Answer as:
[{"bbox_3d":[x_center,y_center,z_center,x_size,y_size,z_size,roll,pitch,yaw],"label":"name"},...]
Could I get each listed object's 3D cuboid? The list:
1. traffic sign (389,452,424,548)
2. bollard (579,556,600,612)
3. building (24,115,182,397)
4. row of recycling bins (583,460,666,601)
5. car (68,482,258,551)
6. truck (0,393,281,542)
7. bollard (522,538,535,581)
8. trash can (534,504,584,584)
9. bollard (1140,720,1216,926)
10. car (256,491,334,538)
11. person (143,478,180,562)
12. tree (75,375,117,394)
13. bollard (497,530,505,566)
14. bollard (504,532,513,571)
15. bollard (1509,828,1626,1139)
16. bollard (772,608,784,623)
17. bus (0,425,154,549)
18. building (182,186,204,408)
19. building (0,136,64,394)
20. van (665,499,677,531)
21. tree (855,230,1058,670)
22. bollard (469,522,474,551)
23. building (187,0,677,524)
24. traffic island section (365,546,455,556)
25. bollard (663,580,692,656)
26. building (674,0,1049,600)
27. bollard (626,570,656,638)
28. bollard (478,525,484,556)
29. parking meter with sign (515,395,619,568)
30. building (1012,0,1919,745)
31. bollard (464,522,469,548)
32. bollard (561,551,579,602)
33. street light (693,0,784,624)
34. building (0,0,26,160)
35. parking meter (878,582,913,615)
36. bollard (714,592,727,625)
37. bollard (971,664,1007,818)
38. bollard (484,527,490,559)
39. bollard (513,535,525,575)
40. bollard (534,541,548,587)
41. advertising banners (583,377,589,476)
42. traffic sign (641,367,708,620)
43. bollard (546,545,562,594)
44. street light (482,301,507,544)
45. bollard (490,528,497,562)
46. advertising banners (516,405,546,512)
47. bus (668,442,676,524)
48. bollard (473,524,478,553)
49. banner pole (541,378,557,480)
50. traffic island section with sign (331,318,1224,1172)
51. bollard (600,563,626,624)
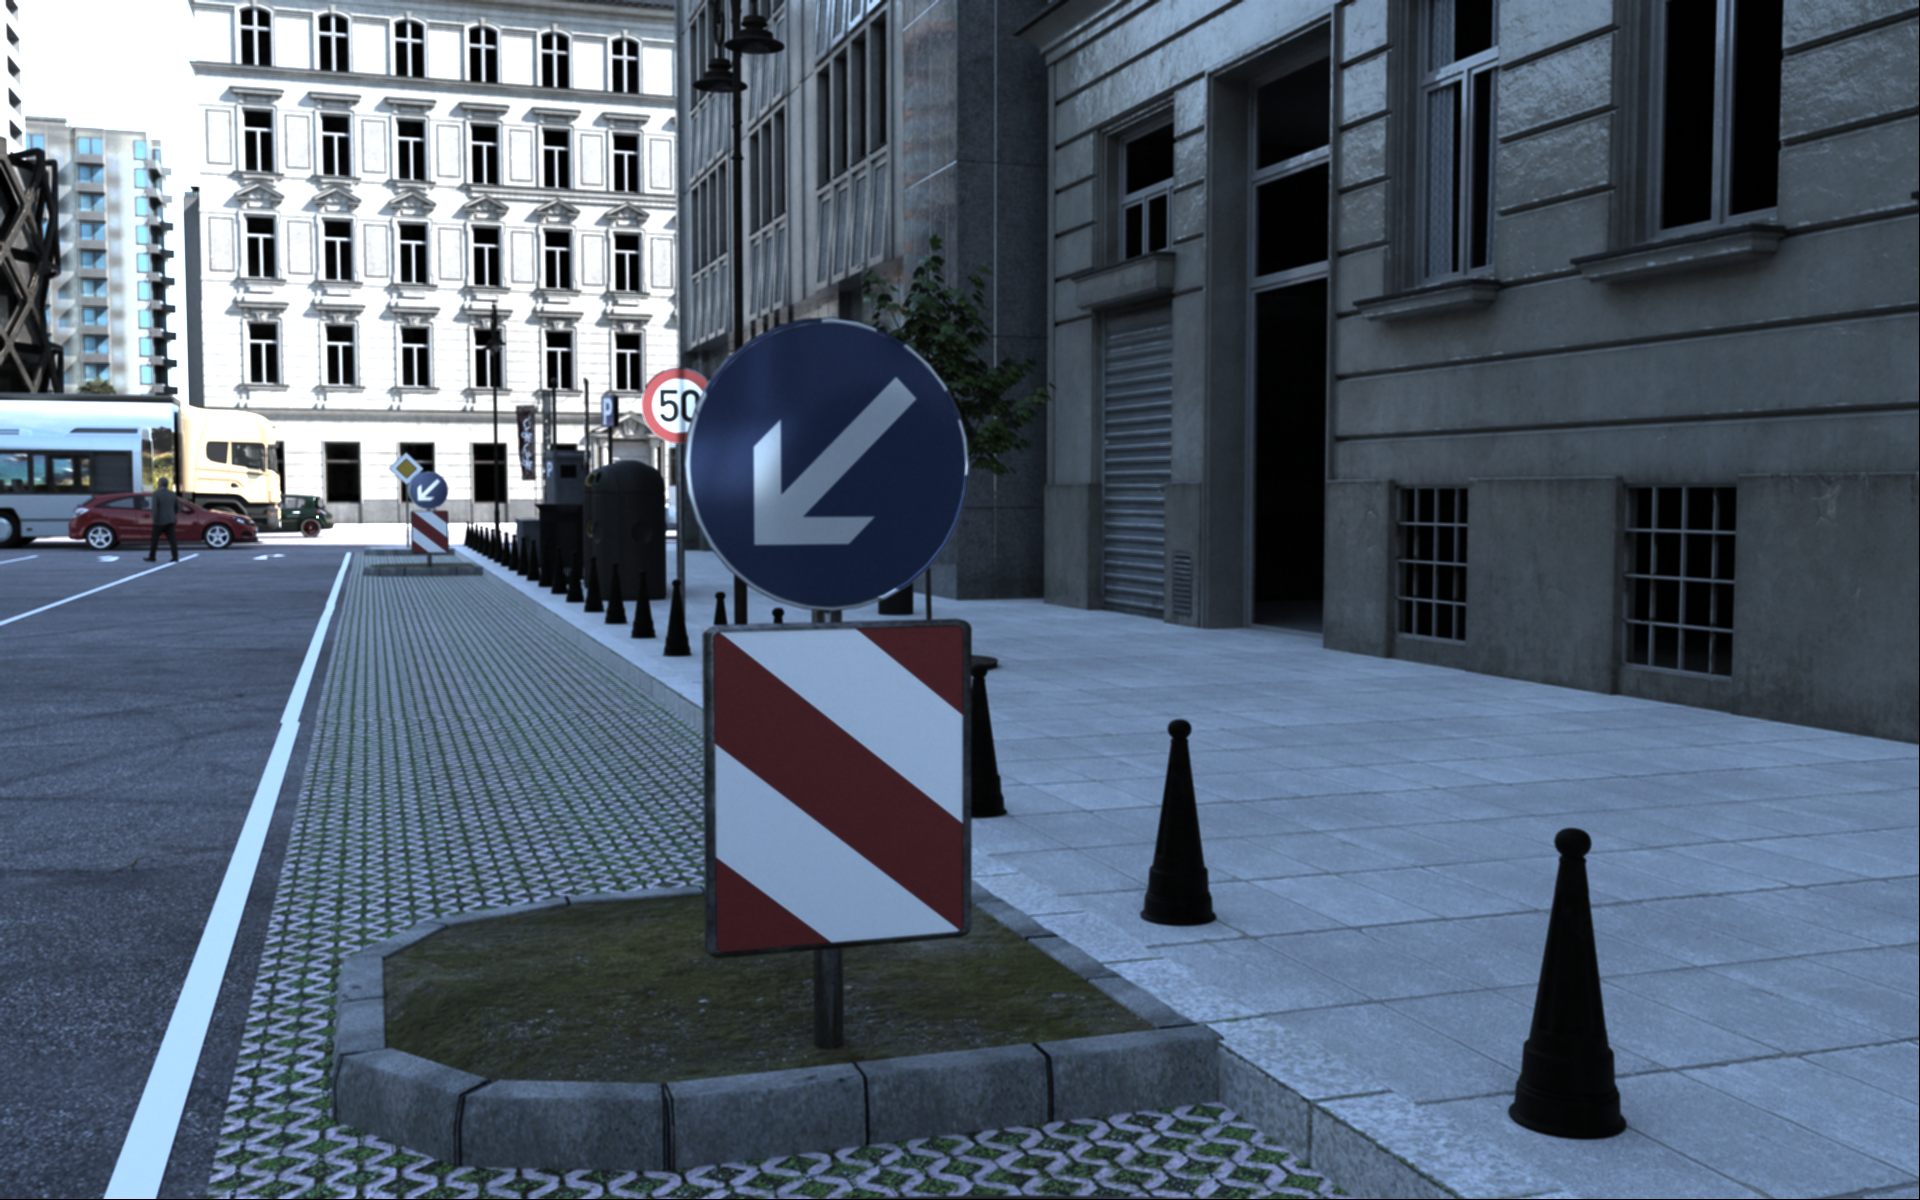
[{"bbox_3d":[-13.182,-2.303,41.295,0.795,2.450,0.064,-1,4,-19],"label":"traffic sign"},{"bbox_3d":[-3.995,-0.174,18.893,0.229,0.601,0.229,0,3,0],"label":"bollard"},{"bbox_3d":[-116.546,-36.834,221.844,30.456,49.044,23.786,-1,4,-19],"label":"building"},{"bbox_3d":[-4.328,-0.936,22.424,1.069,1.692,3.534,-1,4,-14],"label":"row of recycling bins"},{"bbox_3d":[-20.710,-2.206,45.109,4.494,1.783,2.155,-1,4,-20],"label":"car"},{"bbox_3d":[-24.837,-3.714,49.644,11.283,4.237,2.839,-1,4,-19],"label":"truck"},{"bbox_3d":[-6.326,-0.591,25.702,0.229,0.601,0.229,0,3,0],"label":"bollard"},{"bbox_3d":[-5.693,-0.801,24.750,0.748,1.137,0.748,0,3,0],"label":"trash can"},{"bbox_3d":[0.662,0.661,5.237,0.229,0.601,0.229,0,3,0],"label":"bollard"},{"bbox_3d":[-22.874,-2.893,57.081,4.222,1.686,2.009,-1,4,-20],"label":"car"},{"bbox_3d":[-16.833,-1.689,36.508,0.834,1.777,0.661,1,4,22],"label":"person"},{"bbox_3d":[-91.083,-16.872,183.280,7.806,13.903,7.818,0,3,0],"label":"tree"},{"bbox_3d":[-8.077,-0.906,30.853,0.229,0.601,0.229,0,3,0],"label":"bollard"},{"bbox_3d":[-7.495,-0.801,29.142,0.229,0.601,0.229,0,3,0],"label":"bollard"},{"bbox_3d":[1.245,0.765,3.536,0.229,0.601,0.229,0,3,0],"label":"bollard"},{"bbox_3d":[-1.087,0.347,10.365,0.229,0.601,0.229,0,3,0],"label":"bollard"},{"bbox_3d":[-28.419,-3.075,45.144,13.247,3.499,2.948,-1,4,-19],"label":"bus"},{"bbox_3d":[-92.343,-33.078,224.424,14.086,41.232,14.154,-1,4,-19],"label":"building"},{"bbox_3d":[-47.505,-12.619,73.767,16.811,18.784,16.820,-1,4,-19],"label":"building"},{"bbox_3d":[-8.922,-3.108,57.827,4.112,2.044,2.013,-1,4,-18],"label":"van"},{"bbox_3d":[-0.100,-1.111,12.769,1.663,3.219,1.824,0,3,0],"label":"tree"},{"bbox_3d":[-10.995,-1.429,39.406,0.229,0.601,0.229,0,3,0],"label":"bollard"},{"bbox_3d":[-13.380,-18.878,85.078,44.131,29.872,17.030,-1,4,-19],"label":"building"},{"bbox_3d":[-13.162,-1.168,41.379,2.009,0.180,2.903,-1,4,-19],"label":"traffic island section"},{"bbox_3d":[-2.253,0.138,13.782,0.229,0.601,0.229,0,3,0],"label":"bollard"},{"bbox_3d":[2.444,-13.058,31.515,12.078,24.808,19.932,-1,4,-19],"label":"building"},{"bbox_3d":[-2.834,0.034,15.486,0.229,0.601,0.229,0,3,0],"label":"bollard"},{"bbox_3d":[-9.830,-1.220,35.991,0.229,0.601,0.229,0,3,0],"label":"bollard"},{"bbox_3d":[-6.899,-2.087,30.390,1.738,3.016,0.543,-2,4,-35],"label":"parking meter with sign"},{"bbox_3d":[12.447,-10.719,8.538,16.112,22.955,30.059,-1,4,-19],"label":"building"},{"bbox_3d":[-11.576,-1.533,41.108,0.229,0.601,0.229,0,3,0],"label":"bollard"},{"bbox_3d":[-4.579,-0.278,20.594,0.229,0.601,0.229,0,3,0],"label":"bollard"},{"bbox_3d":[-1.849,-2.548,14.445,0.468,5.910,1.993,-1,4,-19],"label":"street light"},{"bbox_3d":[-104.172,-37.968,162.782,28.212,58.520,21.231,-1,4,-19],"label":"building"},{"bbox_3d":[-0.687,-0.617,18.493,0.372,1.533,0.369,0,3,0],"label":"parking meter"},{"bbox_3d":[-1.667,0.243,12.067,0.229,0.601,0.229,0,3,0],"label":"bollard"},{"bbox_3d":[0.075,0.556,6.955,0.229,0.601,0.229,0,3,0],"label":"bollard"},{"bbox_3d":[-9.246,-1.115,34.276,0.229,0.601,0.229,0,3,0],"label":"bollard"},{"bbox_3d":[-6.908,-0.696,27.419,0.229,0.601,0.229,0,3,0],"label":"bollard"},{"bbox_3d":[-5.740,-0.487,24.002,0.229,0.601,0.229,0,3,0],"label":"bollard"},{"bbox_3d":[-5.748,-1.890,27.082,0.090,3.025,2.074,0,4,-6],"label":"advertising banners"},{"bbox_3d":[-2.833,-1.066,17.540,0.768,2.556,0.104,-1,4,-14],"label":"traffic sign"},{"bbox_3d":[-5.159,-0.383,22.296,0.229,0.601,0.229,0,3,0],"label":"bollard"},{"bbox_3d":[-11.148,-4.207,41.569,0.468,5.910,1.993,-1,4,-19],"label":"street light"},{"bbox_3d":[-8.660,-1.010,32.558,0.229,0.601,0.229,0,3,0],"label":"bollard"},{"bbox_3d":[-7.917,-2.299,33.777,2.074,3.025,0.090,2,4,34],"label":"advertising banners"},{"bbox_3d":[-2.722,-3.778,56.627,13.247,3.499,2.948,-1,4,-18],"label":"bus"},{"bbox_3d":[-10.412,-1.324,37.695,0.229,0.601,0.229,0,3,0],"label":"bollard"},{"bbox_3d":[-8.789,-2.885,37.183,0.401,3.779,0.863,1,4,10],"label":"banner pole"},{"bbox_3d":[-0.633,0.244,4.633,1.989,1.847,2.006,-1,4,-19],"label":"traffic island section with sign"},{"bbox_3d":[-3.418,-0.070,17.187,0.229,0.601,0.229,0,3,0],"label":"bollard"}]
